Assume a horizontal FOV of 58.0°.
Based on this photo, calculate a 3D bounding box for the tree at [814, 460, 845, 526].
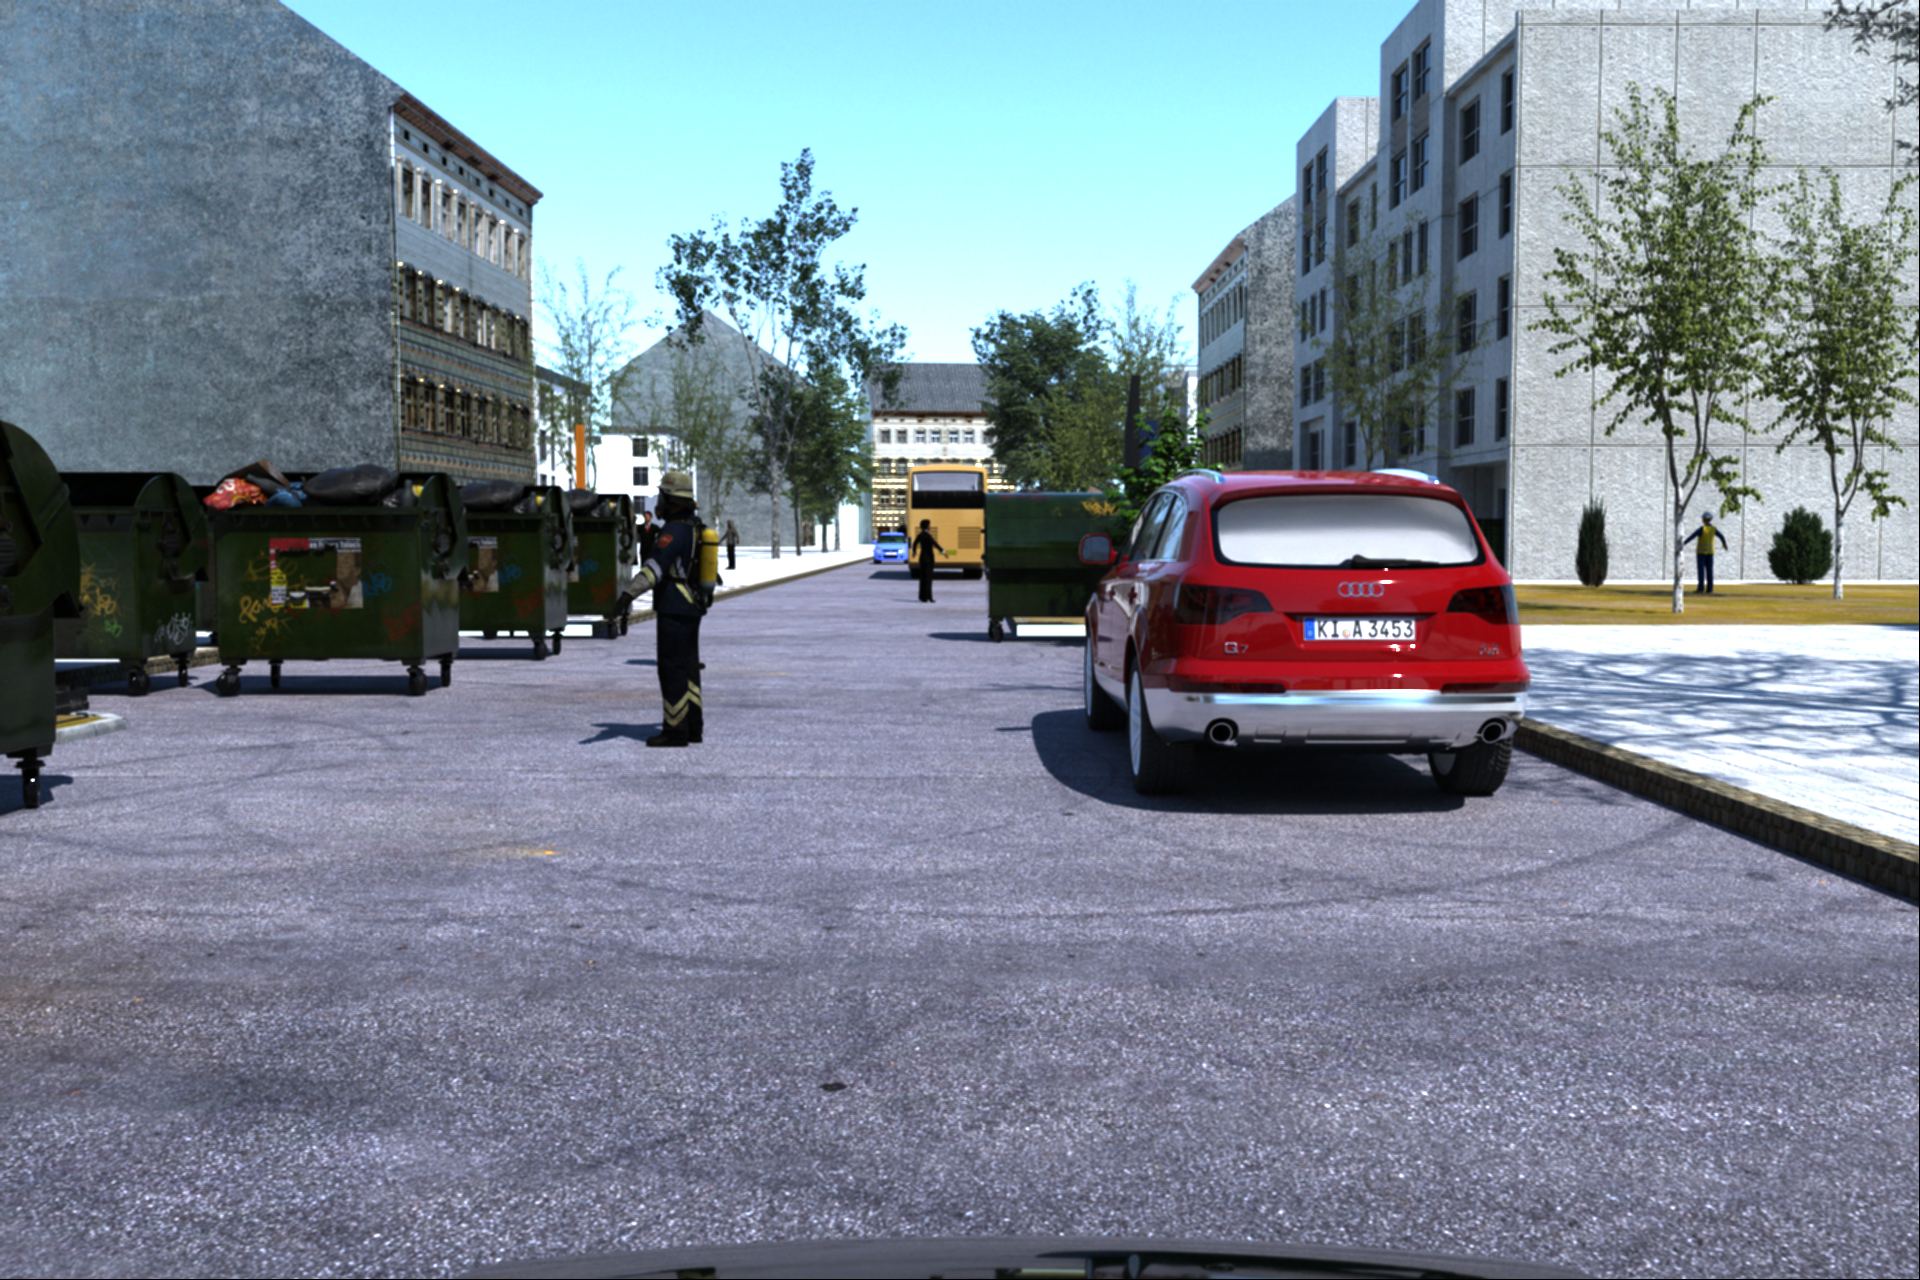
[{"bbox_3d":[-19.127,-19.208,220.711,9.857,13.997,8.962,0,3,0],"label":"tree"}]

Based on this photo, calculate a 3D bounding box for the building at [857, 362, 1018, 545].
[{"bbox_3d":[-3.204,-23.686,220.655,18.063,23.208,19.493,-1,4,-8],"label":"building"}]

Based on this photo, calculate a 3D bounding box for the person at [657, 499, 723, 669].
[{"bbox_3d":[-2.916,-0.623,18.412,0.705,1.858,1.354,-2,4,-34],"label":"person"}]

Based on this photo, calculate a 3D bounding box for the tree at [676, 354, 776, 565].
[{"bbox_3d":[-10.255,-7.391,71.203,4.360,8.622,3.978,0,3,0],"label":"tree"}]

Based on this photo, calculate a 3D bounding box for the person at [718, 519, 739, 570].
[{"bbox_3d":[-8.298,-3.451,62.546,0.705,1.813,1.348,-3,4,-38],"label":"person"}]

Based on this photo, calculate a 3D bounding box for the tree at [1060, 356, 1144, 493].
[{"bbox_3d":[5.729,-7.461,72.355,4.360,8.622,3.978,0,3,0],"label":"tree"}]

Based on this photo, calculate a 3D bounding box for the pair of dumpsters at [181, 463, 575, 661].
[{"bbox_3d":[-6.792,-0.918,19.968,4.436,2.255,1.574,0,4,0],"label":"pair of dumpsters"}]

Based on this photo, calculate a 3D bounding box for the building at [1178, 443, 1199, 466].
[{"bbox_3d":[23.138,-13.307,159.723,9.099,9.664,28.070,0,4,0],"label":"building"}]

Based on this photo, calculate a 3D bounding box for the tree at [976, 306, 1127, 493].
[{"bbox_3d":[5.689,-11.620,96.640,9.857,13.997,8.962,0,3,0],"label":"tree"}]

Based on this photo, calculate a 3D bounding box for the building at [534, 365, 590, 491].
[{"bbox_3d":[-25.450,-9.556,98.387,9.099,9.664,28.070,0,3,0],"label":"building"}]

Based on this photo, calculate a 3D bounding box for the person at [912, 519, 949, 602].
[{"bbox_3d":[-0.646,-1.664,36.381,0.721,1.740,1.216,-3,4,-37],"label":"person"}]

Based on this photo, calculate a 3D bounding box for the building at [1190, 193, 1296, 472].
[{"bbox_3d":[23.734,-16.252,96.654,19.493,23.208,18.063,0,4,0],"label":"building"}]

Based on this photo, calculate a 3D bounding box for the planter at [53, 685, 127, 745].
[{"bbox_3d":[-7.101,0.547,12.204,1.991,0.319,1.994,0,4,0],"label":"planter"}]

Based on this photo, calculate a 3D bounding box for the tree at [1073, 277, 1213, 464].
[{"bbox_3d":[5.447,-6.076,49.713,4.360,8.622,3.978,0,3,0],"label":"tree"}]

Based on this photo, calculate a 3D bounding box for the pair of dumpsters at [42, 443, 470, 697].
[{"bbox_3d":[-6.831,-0.655,15.664,4.436,2.255,1.574,0,3,0],"label":"pair of dumpsters"}]

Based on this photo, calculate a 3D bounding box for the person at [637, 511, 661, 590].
[{"bbox_3d":[-7.103,-2.032,39.416,1.347,1.806,0.705,0,4,-5],"label":"person"}]

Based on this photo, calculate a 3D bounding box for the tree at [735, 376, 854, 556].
[{"bbox_3d":[-9.863,-10.255,102.075,7.601,10.594,8.767,-1,4,-10],"label":"tree"}]

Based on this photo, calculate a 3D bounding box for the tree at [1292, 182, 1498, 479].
[{"bbox_3d":[8.882,-5.286,36.793,4.360,8.622,3.978,0,3,0],"label":"tree"}]

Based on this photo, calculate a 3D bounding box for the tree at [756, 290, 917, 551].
[{"bbox_3d":[-9.225,-16.850,131.388,12.611,20.169,13.585,0,3,0],"label":"tree"}]

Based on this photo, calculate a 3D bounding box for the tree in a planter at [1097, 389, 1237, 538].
[{"bbox_3d":[2.603,-1.479,21.412,1.991,3.239,1.994,0,4,0],"label":"tree in a planter"}]

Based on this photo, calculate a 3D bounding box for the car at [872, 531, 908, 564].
[{"bbox_3d":[-3.279,-4.547,83.940,1.945,1.707,3.694,0,4,0],"label":"car"}]

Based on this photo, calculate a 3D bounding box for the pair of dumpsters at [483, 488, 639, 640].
[{"bbox_3d":[-6.757,-1.158,23.889,4.436,2.255,1.574,0,4,0],"label":"pair of dumpsters"}]

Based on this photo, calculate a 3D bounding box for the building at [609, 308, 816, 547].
[{"bbox_3d":[-24.845,-21.225,177.959,19.493,23.208,18.063,0,4,-1],"label":"building"}]

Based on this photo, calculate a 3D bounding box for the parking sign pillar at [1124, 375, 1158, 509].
[{"bbox_3d":[3.110,-2.542,30.040,1.447,3.967,1.447,0,4,0],"label":"parking sign pillar"}]

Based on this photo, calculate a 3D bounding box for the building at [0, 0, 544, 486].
[{"bbox_3d":[-28.429,-14.523,68.387,19.493,23.208,18.063,0,4,1],"label":"building"}]

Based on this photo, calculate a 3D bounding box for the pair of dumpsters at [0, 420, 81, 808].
[{"bbox_3d":[-6.862,-0.216,8.480,4.436,2.255,1.574,0,4,1],"label":"pair of dumpsters"}]

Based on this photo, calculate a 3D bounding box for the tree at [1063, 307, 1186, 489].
[{"bbox_3d":[5.535,-6.507,56.758,4.737,8.622,4.395,0,3,0],"label":"tree"}]

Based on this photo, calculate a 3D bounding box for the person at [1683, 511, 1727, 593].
[{"bbox_3d":[16.115,-1.901,37.550,1.216,1.772,0.721,-1,4,-14],"label":"person"}]

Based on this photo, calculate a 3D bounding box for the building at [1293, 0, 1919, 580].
[{"bbox_3d":[23.563,-12.028,63.119,16.747,18.905,31.486,0,3,0],"label":"building"}]

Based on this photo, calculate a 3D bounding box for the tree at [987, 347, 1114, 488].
[{"bbox_3d":[6.180,-12.347,112.244,12.009,13.543,11.850,0,3,0],"label":"tree"}]

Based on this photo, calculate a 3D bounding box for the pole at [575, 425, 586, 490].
[{"bbox_3d":[-7.087,-2.359,32.413,0.158,3.312,0.155,0,3,0],"label":"pole"}]

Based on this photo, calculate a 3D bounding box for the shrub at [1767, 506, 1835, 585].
[{"bbox_3d":[21.404,-2.426,44.085,1.690,2.028,1.600,0,3,0],"label":"shrub"}]

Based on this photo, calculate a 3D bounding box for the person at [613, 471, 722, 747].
[{"bbox_3d":[-1.939,-0.217,11.778,0.705,1.856,1.354,1,4,17],"label":"person"}]

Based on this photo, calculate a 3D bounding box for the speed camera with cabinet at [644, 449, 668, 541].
[{"bbox_3d":[-6.997,-2.850,40.930,0.660,3.252,2.038,0,4,1],"label":"speed camera with cabinet"}]

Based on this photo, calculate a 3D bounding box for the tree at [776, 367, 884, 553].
[{"bbox_3d":[-9.052,-12.173,117.150,7.486,12.596,7.792,0,3,0],"label":"tree"}]

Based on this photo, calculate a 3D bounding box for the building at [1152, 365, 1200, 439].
[{"bbox_3d":[26.007,-20.381,189.652,16.016,20.090,11.380,0,4,0],"label":"building"}]

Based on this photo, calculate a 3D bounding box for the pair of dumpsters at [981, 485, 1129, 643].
[{"bbox_3d":[2.496,-1.127,23.379,4.436,2.255,1.574,0,4,-1],"label":"pair of dumpsters"}]

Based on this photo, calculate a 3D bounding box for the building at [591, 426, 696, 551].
[{"bbox_3d":[-27.009,-12.621,148.498,9.099,9.664,28.070,0,4,1],"label":"building"}]

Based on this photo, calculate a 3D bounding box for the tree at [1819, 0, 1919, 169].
[{"bbox_3d":[8.436,-6.076,9.705,12.009,13.543,11.850,0,3,0],"label":"tree"}]

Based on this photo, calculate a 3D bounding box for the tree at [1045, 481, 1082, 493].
[{"bbox_3d":[13.703,-17.750,215.972,9.928,11.665,9.643,0,3,0],"label":"tree"}]

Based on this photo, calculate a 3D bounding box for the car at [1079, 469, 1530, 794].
[{"bbox_3d":[1.952,-0.147,11.078,2.281,1.827,5.304,0,4,0],"label":"car"}]

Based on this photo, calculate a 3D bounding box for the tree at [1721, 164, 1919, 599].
[{"bbox_3d":[17.198,-5.112,33.938,4.737,8.622,4.395,0,3,0],"label":"tree"}]

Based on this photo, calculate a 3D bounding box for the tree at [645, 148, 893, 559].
[{"bbox_3d":[-9.490,-14.138,87.047,12.611,20.169,13.585,0,3,0],"label":"tree"}]

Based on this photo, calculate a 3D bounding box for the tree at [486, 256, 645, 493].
[{"bbox_3d":[-9.632,-5.818,45.482,4.360,8.622,3.978,0,3,0],"label":"tree"}]

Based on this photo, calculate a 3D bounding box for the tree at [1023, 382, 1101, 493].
[{"bbox_3d":[5.167,-8.101,82.821,4.737,8.622,4.395,0,3,0],"label":"tree"}]

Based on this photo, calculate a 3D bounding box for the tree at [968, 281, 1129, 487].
[{"bbox_3d":[7.303,-16.706,129.033,12.611,20.169,13.585,0,3,0],"label":"tree"}]

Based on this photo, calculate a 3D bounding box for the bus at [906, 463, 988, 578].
[{"bbox_3d":[-0.485,-4.143,59.287,2.896,3.916,12.252,0,4,-1],"label":"bus"}]

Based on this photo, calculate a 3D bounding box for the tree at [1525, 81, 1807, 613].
[{"bbox_3d":[11.515,-4.738,27.824,4.737,8.622,4.395,0,3,0],"label":"tree"}]

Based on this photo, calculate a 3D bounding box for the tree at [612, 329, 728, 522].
[{"bbox_3d":[-9.881,-6.821,61.880,4.360,8.622,3.978,0,3,0],"label":"tree"}]
